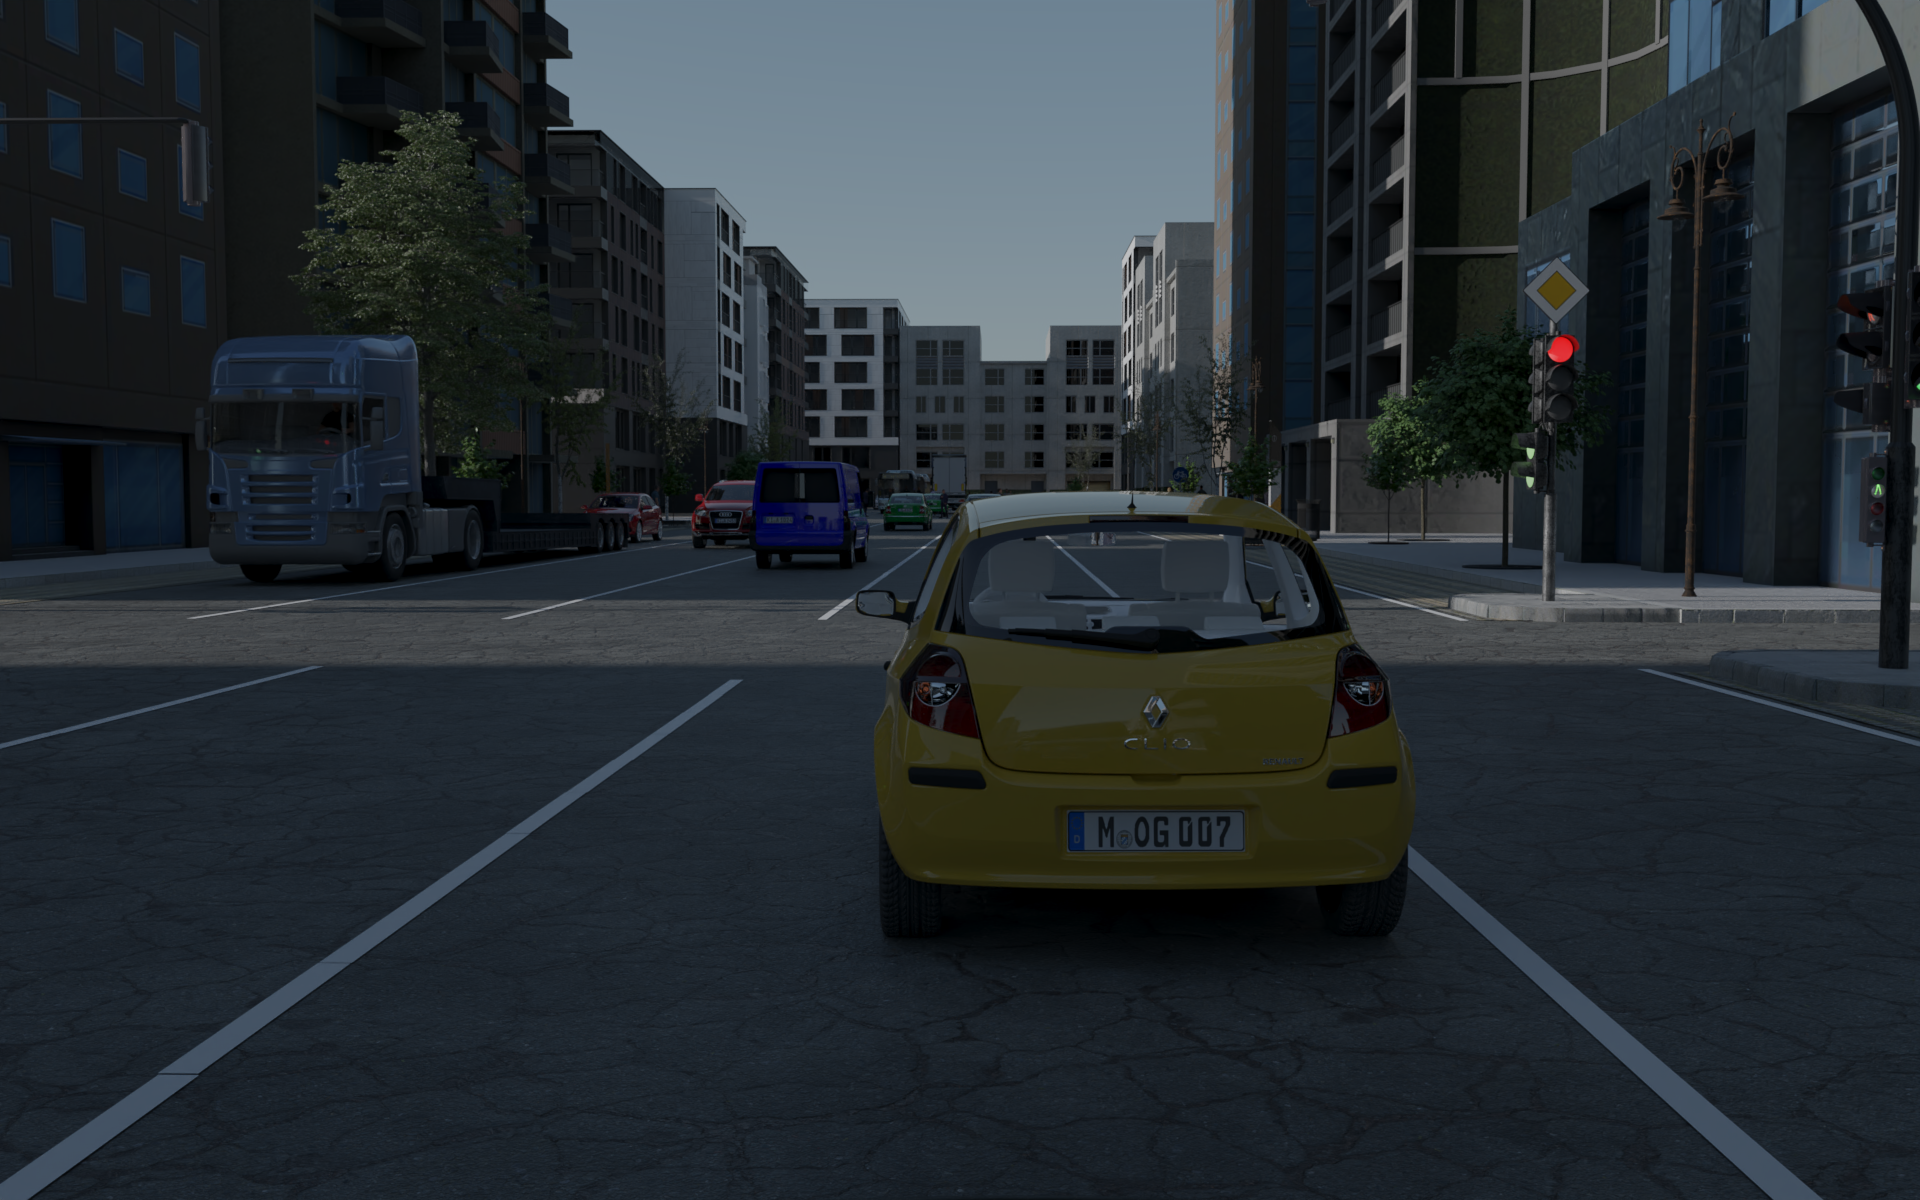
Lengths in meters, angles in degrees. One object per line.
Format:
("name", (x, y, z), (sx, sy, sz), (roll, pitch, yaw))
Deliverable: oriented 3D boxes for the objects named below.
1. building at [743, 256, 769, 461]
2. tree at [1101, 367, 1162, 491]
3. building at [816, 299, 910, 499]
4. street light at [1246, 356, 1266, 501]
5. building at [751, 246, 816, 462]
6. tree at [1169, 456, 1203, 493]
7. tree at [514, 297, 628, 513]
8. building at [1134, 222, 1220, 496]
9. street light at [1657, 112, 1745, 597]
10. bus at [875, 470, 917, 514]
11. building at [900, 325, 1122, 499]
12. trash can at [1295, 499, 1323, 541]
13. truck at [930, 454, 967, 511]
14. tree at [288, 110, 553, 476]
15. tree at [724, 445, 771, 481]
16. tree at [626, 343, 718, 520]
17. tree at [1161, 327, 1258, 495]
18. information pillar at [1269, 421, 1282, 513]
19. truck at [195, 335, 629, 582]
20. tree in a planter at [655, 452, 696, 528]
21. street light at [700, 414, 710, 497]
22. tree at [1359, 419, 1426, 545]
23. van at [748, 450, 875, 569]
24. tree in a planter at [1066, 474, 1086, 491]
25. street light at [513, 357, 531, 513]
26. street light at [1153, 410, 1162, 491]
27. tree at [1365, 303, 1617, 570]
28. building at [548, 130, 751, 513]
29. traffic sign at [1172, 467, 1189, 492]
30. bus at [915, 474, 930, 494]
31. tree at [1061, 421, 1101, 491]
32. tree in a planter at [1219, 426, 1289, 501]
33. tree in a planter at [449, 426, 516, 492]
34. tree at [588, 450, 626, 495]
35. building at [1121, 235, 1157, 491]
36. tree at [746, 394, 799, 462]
("building", (-23.107, -17.090, 135.848), (16.016, 20.091, 11.380), (0, 4, 1))
("tree", (10.819, -9.136, 99.733), (4.360, 8.622, 3.978), (0, 3, 0))
("building", (-22.448, -21.503, 195.555), (32.646, 21.610, 27.936), (0, 4, 1))
("street light", (9.915, -5.217, 58.078), (0.468, 5.910, 1.993), (0, 4, 1))
("building", (-31.099, -19.156, 157.181), (32.646, 21.610, 27.936), (0, 4, 1))
("tree", (11.714, -5.771, 88.963), (1.663, 3.219, 1.824), (0, 3, 0))
("tree", (-15.000, -7.063, 65.846), (4.737, 8.622, 4.395), (0, 3, 0))
("building", (21.871, -15.578, 121.151), (16.747, 18.905, 31.486), (0, 4, 1))
("street light", (9.131, -2.980, 21.506), (0.468, 5.910, 1.993), (0, 4, 1))
("bus", (-4.629, -8.235, 129.507), (2.948, 3.499, 13.247), (0, 4, 0))
("building", (9.609, -19.793, 190.075), (31.486, 18.905, 16.747), (0, 4, 1))
("trash can", (9.486, -2.168, 47.097), (0.748, 1.137, 0.748), (0, 3, 0))
("truck", (-0.815, -8.488, 127.699), (2.839, 4.237, 11.283), (0, 4, -1))
("tree", (-15.829, -8.146, 51.310), (7.486, 12.596, 7.792), (0, 3, 0))
("tree", (-13.947, -8.049, 115.322), (4.285, 4.588, 4.351), (0, 3, 0))
("tree", (-14.280, -8.270, 85.572), (4.360, 8.622, 3.978), (0, 3, 0))
("tree", (11.344, -7.728, 76.720), (4.360, 8.622, 3.978), (0, 3, 0))
("information pillar", (10.097, -3.927, 55.558), (0.504, 3.616, 0.183), (-2, 4, -35))
("truck", (-10.091, -2.778, 35.185), (2.967, 4.110, 18.799), (0, 4, 2))
("tree in a planter", (-12.178, -4.663, 73.459), (1.991, 3.239, 1.994), (0, 4, 1))
("street light", (-13.980, -7.481, 95.107), (0.468, 5.910, 1.993), (0, 4, 1))
("tree", (11.123, -3.044, 44.368), (1.663, 3.219, 1.824), (0, 3, 0))
("van", (-2.942, -1.869, 34.948), (2.240, 2.365, 5.245), (0, 4, 1))
("tree in a planter", (10.010, -9.326, 149.694), (1.991, 3.239, 1.994), (0, 4, 1))
("street light", (-14.797, -5.245, 58.536), (0.468, 5.910, 1.993), (0, 4, 1))
("street light", (10.829, -7.485, 95.173), (0.468, 5.910, 1.993), (0, 4, 1))
("tree", (9.416, -2.832, 30.018), (4.285, 4.588, 4.351), (0, 3, 0))
("building", (-30.257, -16.514, 113.986), (27.936, 21.610, 32.646), (0, 4, 1))
("traffic sign", (10.230, -4.910, 80.383), (0.768, 2.556, 0.104), (1, 4, 11))
("bus", (-4.178, -9.730, 153.951), (2.948, 3.499, 13.247), (0, 4, 1))
("tree", (12.527, -13.628, 173.186), (4.360, 8.622, 3.978), (0, 3, 0))
("tree in a planter", (7.646, -2.944, 45.353), (1.991, 3.239, 1.994), (0, 4, 1))
("tree in a planter", (-12.809, -2.971, 45.806), (1.991, 3.239, 1.994), (0, 4, 1))
("tree", (-15.641, -4.949, 75.512), (1.663, 3.219, 1.824), (0, 3, 0))
("building", (28.056, -18.904, 153.056), (27.936, 21.610, 32.646), (0, 4, 1))
("tree", (-13.874, -10.806, 127.044), (4.737, 8.622, 4.395), (0, 3, 0))
